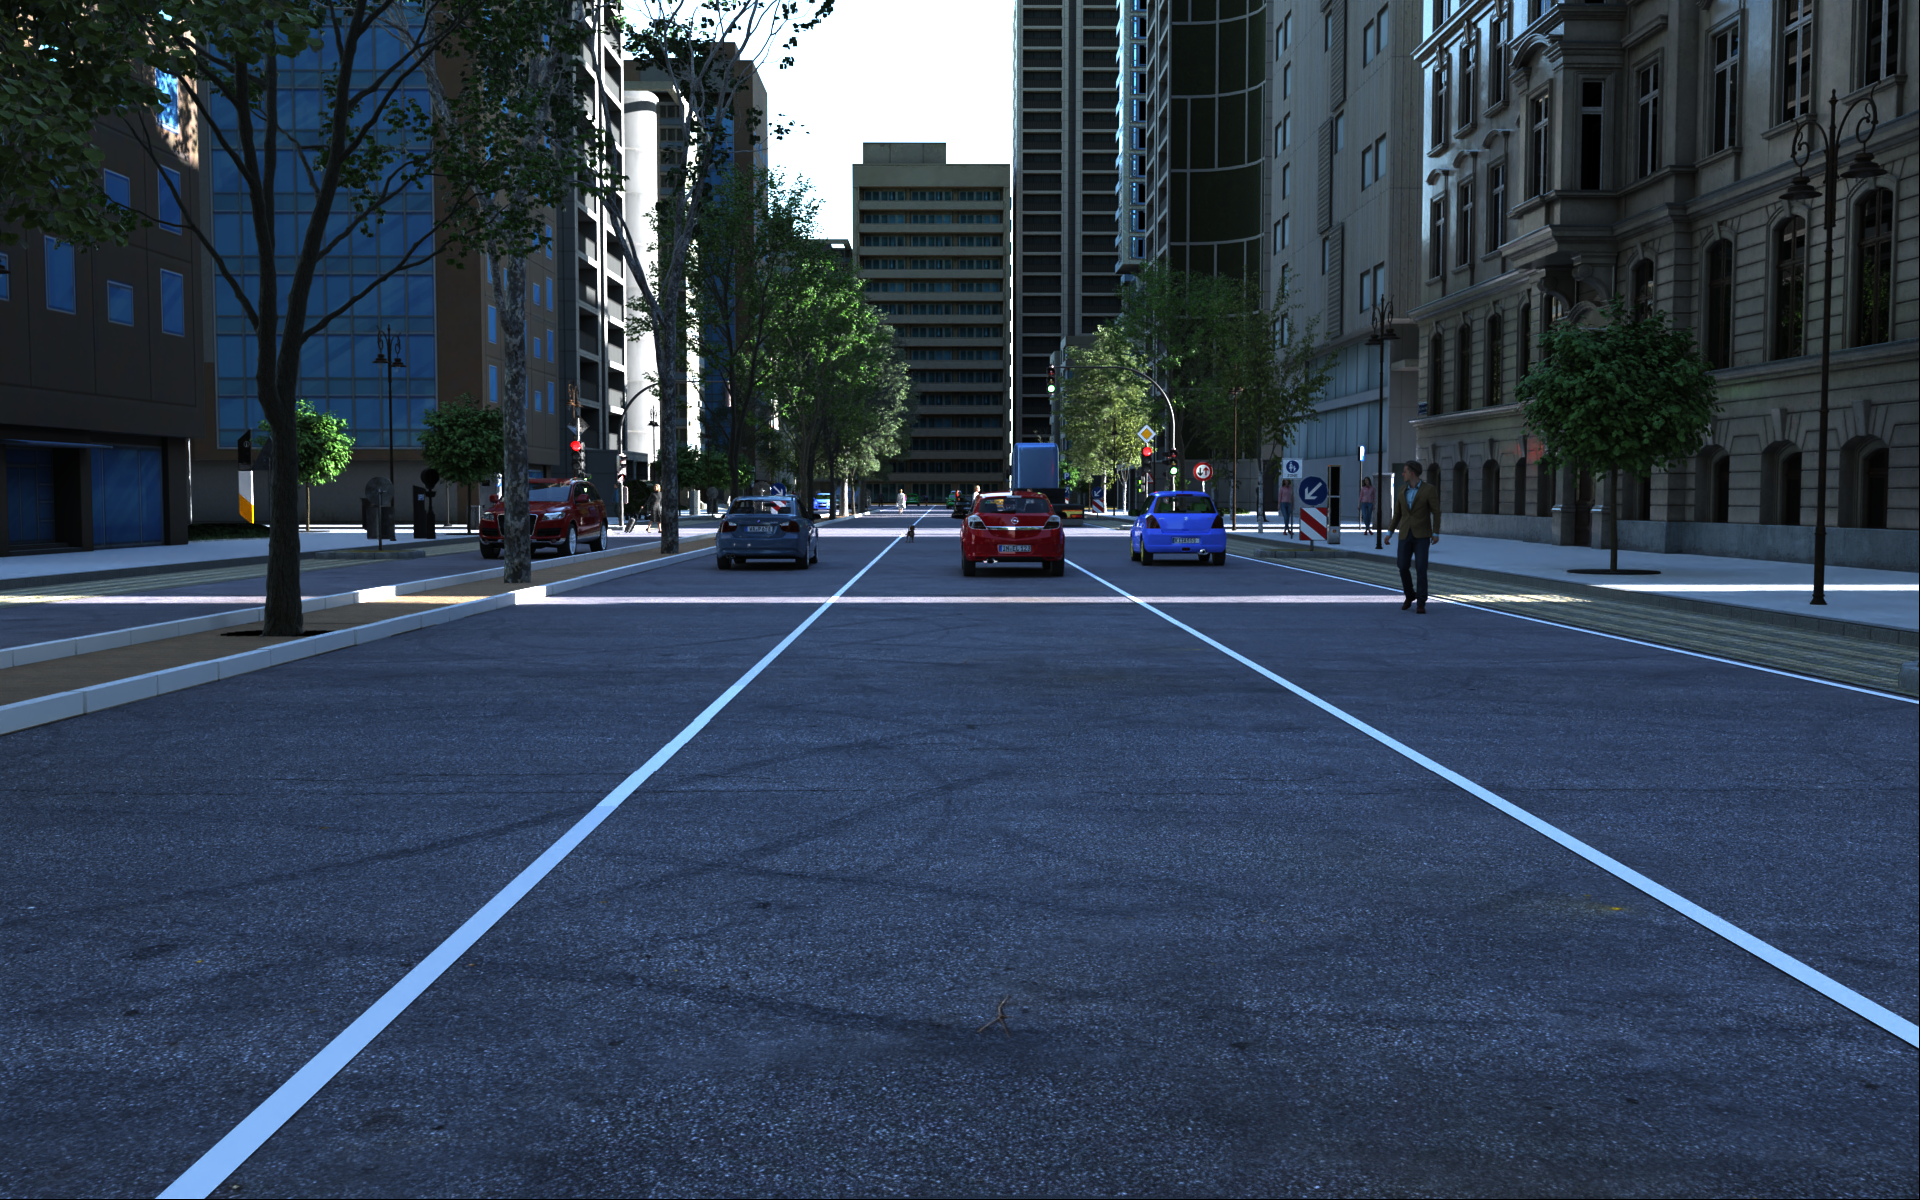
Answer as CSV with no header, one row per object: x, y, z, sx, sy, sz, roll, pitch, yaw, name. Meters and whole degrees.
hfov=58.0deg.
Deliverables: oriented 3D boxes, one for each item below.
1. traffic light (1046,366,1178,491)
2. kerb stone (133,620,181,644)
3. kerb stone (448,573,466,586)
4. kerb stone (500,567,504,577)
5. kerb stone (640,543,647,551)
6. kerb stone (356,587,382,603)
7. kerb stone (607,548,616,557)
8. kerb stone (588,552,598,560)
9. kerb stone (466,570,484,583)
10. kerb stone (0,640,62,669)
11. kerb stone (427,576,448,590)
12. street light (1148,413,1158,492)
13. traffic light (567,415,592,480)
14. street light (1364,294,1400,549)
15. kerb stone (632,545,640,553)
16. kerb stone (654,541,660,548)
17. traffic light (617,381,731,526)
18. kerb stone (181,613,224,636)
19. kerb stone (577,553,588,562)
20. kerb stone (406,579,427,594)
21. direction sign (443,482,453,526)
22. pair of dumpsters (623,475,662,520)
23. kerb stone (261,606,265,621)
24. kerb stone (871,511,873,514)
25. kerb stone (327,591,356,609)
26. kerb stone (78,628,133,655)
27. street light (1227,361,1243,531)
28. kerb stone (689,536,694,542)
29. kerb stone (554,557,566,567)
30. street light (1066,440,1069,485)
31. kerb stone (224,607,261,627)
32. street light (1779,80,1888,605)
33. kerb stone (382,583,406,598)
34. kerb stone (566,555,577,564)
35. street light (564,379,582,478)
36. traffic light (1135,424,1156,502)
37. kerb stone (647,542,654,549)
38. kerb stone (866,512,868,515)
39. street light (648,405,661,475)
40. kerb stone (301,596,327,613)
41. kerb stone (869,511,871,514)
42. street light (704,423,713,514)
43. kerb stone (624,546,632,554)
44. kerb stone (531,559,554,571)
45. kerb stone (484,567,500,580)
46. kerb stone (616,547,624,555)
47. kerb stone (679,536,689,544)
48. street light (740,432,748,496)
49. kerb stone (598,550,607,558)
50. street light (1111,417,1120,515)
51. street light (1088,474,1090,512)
5.437,-5.312,61.517,4.771,5.953,1.251,0,4,0,traffic light
-7.884,0.327,16.844,0.120,0.150,1.000,0,4,0,kerb stone
-7.960,-0.297,27.080,0.120,0.150,1.000,0,4,0,kerb stone
-7.984,-0.487,30.164,0.120,0.150,1.000,0,4,0,kerb stone
-8.083,-1.299,43.505,0.120,0.150,1.000,0,4,0,kerb stone
-7.928,-0.049,22.992,0.120,0.150,1.000,0,4,0,kerb stone
-8.041,-1.049,39.391,0.120,0.150,1.000,0,4,0,kerb stone
-8.030,-0.926,37.340,0.120,0.150,1.000,0,4,0,kerb stone
-7.966,-0.358,28.108,0.120,0.150,1.000,0,4,0,kerb stone
-7.873,0.454,14.796,0.120,0.150,1.000,0,4,0,kerb stone
-7.950,-0.236,26.058,0.120,0.150,1.000,0,4,0,kerb stone
9.384,-6.776,83.580,0.468,5.910,1.993,0,4,0,street light
-13.532,-4.439,61.505,0.839,4.253,0.868,0,4,0,traffic light
9.764,-4.122,40.184,0.468,5.910,1.993,0,4,0,street light
-8.069,-1.240,42.468,0.120,0.150,1.000,0,4,0,kerb stone
-8.093,-1.429,45.552,0.120,0.150,1.000,0,4,0,kerb stone
-11.499,-5.803,69.540,4.771,5.953,1.251,0,4,0,traffic light
-7.894,0.265,17.868,0.120,0.150,1.000,0,4,0,kerb stone
-8.027,-0.864,36.315,0.120,0.150,1.000,0,4,0,kerb stone
-7.948,-0.174,25.036,0.120,0.150,1.000,0,4,0,kerb stone
-20.371,-4.697,68.800,0.876,3.537,0.379,2,4,26,direction sign
-15.837,-5.130,86.368,1.574,2.255,4.437,0,4,0,pair of dumpsters
-7.912,0.144,19.912,0.120,0.150,1.000,0,4,0,kerb stone
-6.573,-6.290,125.043,0.120,0.150,1.000,0,4,0,kerb stone
-7.925,0.014,21.970,0.120,0.150,1.000,0,4,0,kerb stone
-7.874,0.392,15.820,0.120,0.150,1.000,0,4,0,kerb stone
9.596,-5.363,60.474,0.468,5.910,1.993,0,4,0,street light
-8.139,-1.804,51.695,0.120,0.150,1.000,0,4,0,kerb stone
-8.011,-0.738,34.265,0.120,0.150,1.000,0,4,0,kerb stone
8.942,-10.477,144.078,0.468,5.910,1.993,0,4,0,street light
-7.911,0.202,18.890,0.120,0.150,1.000,0,4,0,kerb stone
9.972,-2.884,19.943,0.468,5.910,1.993,0,4,0,street light
-7.936,-0.111,24.014,0.120,0.150,1.000,0,4,0,kerb stone
-8.025,-0.801,35.293,0.120,0.150,1.000,0,4,0,kerb stone
-15.537,-5.933,69.785,0.468,5.910,1.993,0,4,0,street light
7.470,-4.938,69.658,0.839,4.253,0.868,0,4,0,traffic light
-8.084,-1.366,44.526,0.120,0.150,1.000,0,4,0,kerb stone
-6.520,-5.846,117.871,0.120,0.150,1.000,0,4,0,kerb stone
-15.854,-7.156,89.788,0.468,5.910,1.993,0,4,0,street light
-7.921,0.077,20.943,0.120,0.150,1.000,0,4,0,kerb stone
-6.546,-6.094,121.965,0.120,0.150,1.000,0,4,0,kerb stone
-15.939,-8.380,109.793,0.468,5.910,1.993,0,4,0,street light
-8.065,-1.177,41.446,0.120,0.150,1.000,0,4,0,kerb stone
-8.011,-0.676,33.242,0.120,0.150,1.000,0,4,0,kerb stone
-7.976,-0.424,29.136,0.120,0.150,1.000,0,4,0,kerb stone
-8.059,-1.115,40.423,0.120,0.150,1.000,0,4,0,kerb stone
-8.128,-1.739,50.673,0.120,0.150,1.000,0,4,0,kerb stone
-16.131,-9.603,129.798,0.468,5.910,1.993,0,4,0,street light
-8.044,-0.987,38.365,0.120,0.150,1.000,0,4,0,kerb stone
9.231,-8.000,103.589,0.468,5.910,1.993,0,4,0,street light
9.245,-9.226,123.632,0.468,5.910,1.993,0,4,0,street light
